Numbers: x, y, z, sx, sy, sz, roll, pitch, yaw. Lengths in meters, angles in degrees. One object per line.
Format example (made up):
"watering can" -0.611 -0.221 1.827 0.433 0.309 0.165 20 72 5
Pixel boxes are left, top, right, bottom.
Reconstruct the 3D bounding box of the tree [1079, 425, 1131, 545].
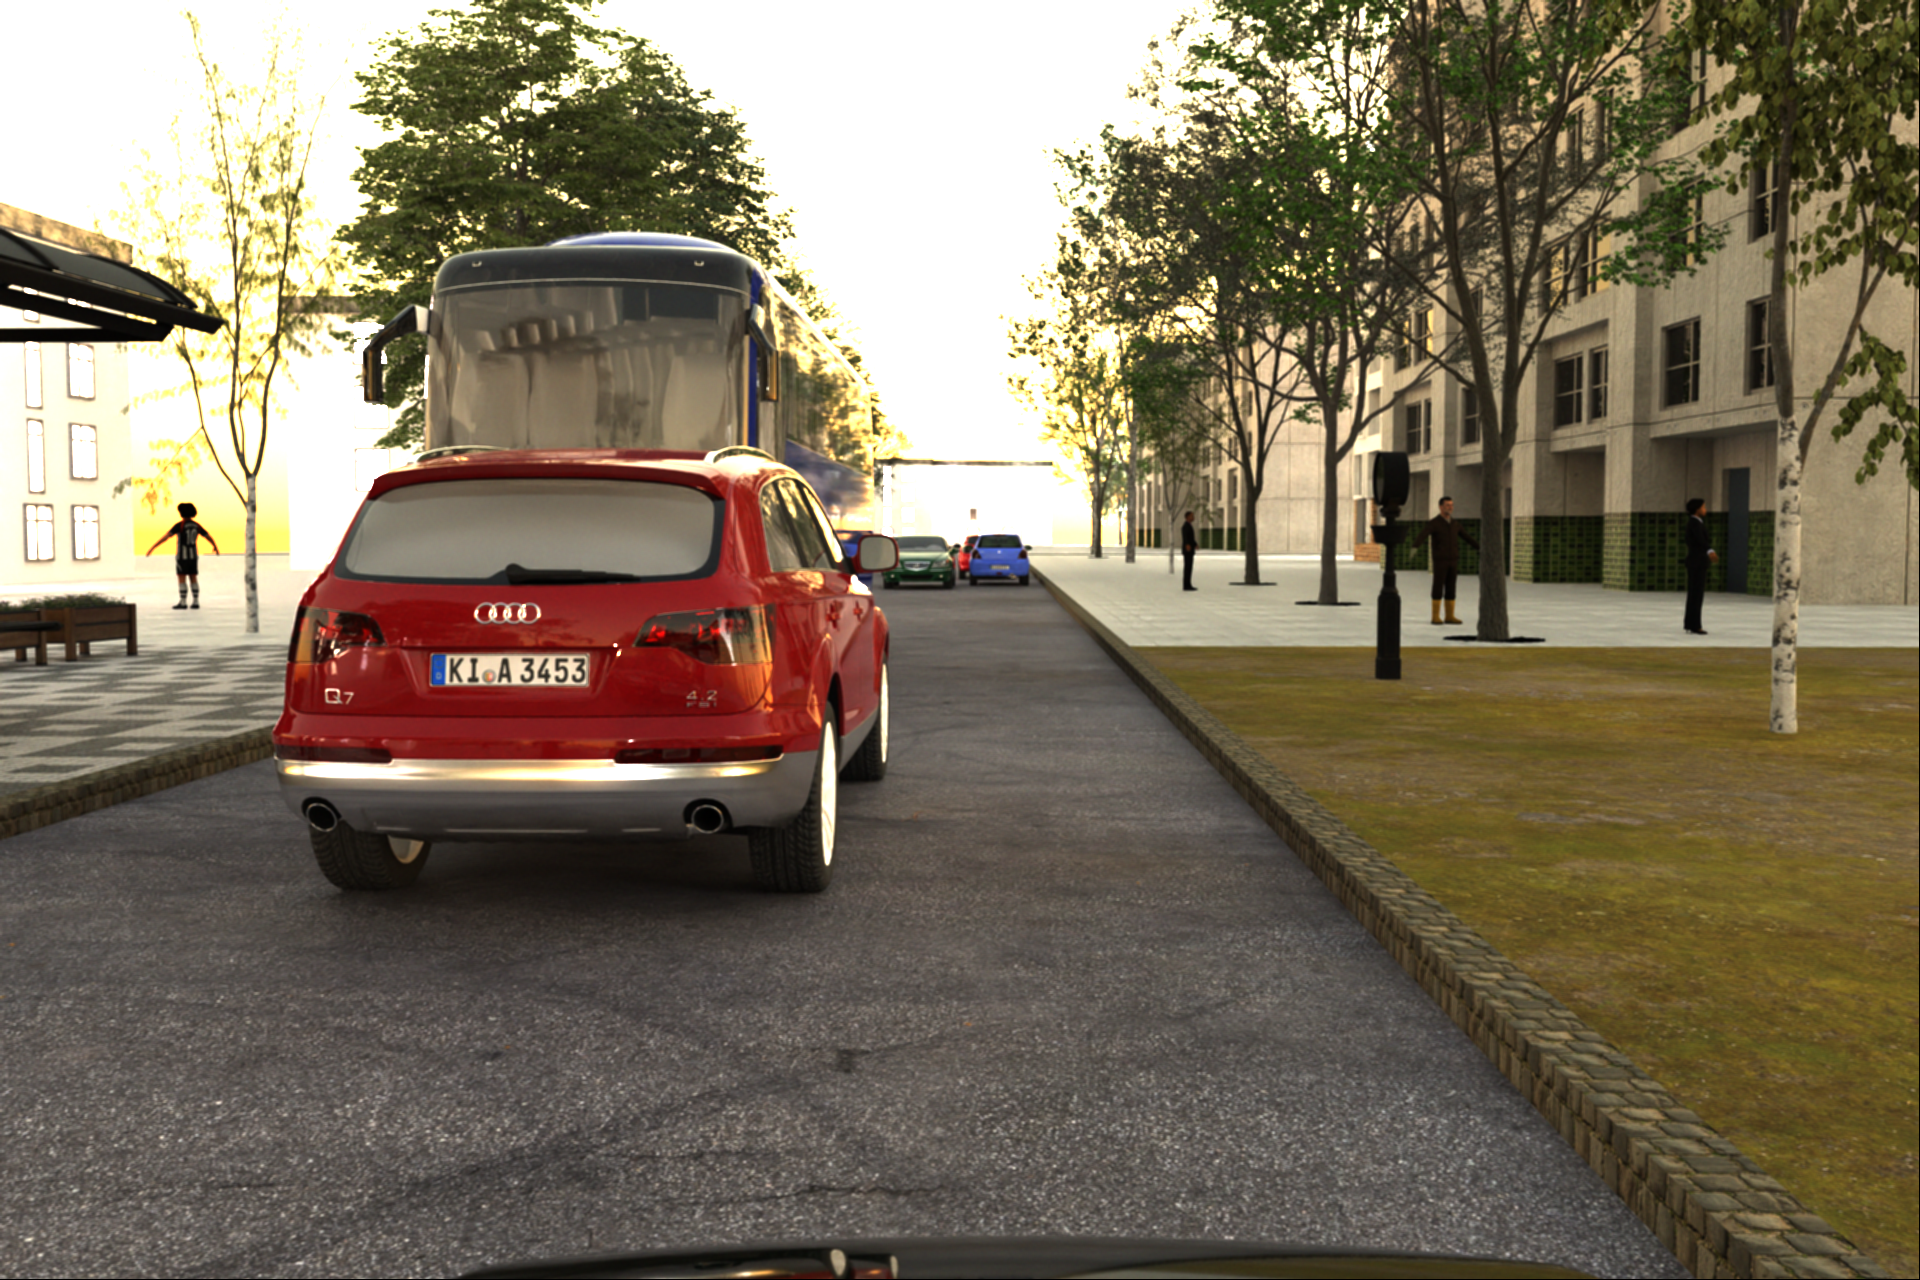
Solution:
"tree" 18.180 -17.624 194.807 9.857 13.997 8.962 0 3 0

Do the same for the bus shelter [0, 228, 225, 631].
"bus shelter" -6.533 -0.993 10.153 2.014 3.302 5.546 0 4 2

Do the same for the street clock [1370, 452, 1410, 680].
"street clock" 3.794 -0.656 15.293 0.358 2.002 0.471 0 4 2

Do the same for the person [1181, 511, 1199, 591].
"person" 5.236 -2.032 39.456 0.704 1.802 1.346 1 4 16

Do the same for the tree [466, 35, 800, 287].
"tree" -8.778 -8.531 46.134 9.857 13.997 8.962 0 3 0

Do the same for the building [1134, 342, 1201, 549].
"building" 26.387 -18.454 168.178 16.747 18.905 31.486 0 4 1

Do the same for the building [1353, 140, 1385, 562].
"building" 23.953 -13.758 81.359 16.016 20.090 11.380 0 4 1

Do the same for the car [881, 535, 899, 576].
"car" -1.793 -2.992 60.929 2.014 1.417 4.499 0 4 1

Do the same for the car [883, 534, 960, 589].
"car" -1.063 -2.132 46.662 2.131 1.459 4.920 0 4 1

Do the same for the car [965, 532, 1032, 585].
"car" 1.103 -2.444 49.552 1.945 1.707 3.694 0 4 0

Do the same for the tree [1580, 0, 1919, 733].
"tree" 5.515 -3.697 10.807 4.737 8.622 4.395 0 3 0

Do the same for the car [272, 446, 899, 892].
"car" -1.479 0.011 8.488 2.281 1.827 5.304 0 4 2

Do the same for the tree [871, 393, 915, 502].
"tree" -7.172 -10.431 104.952 8.767 10.594 7.601 -1 4 -13

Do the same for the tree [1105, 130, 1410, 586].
"tree" 7.412 -7.207 43.597 9.928 11.665 9.643 0 3 0

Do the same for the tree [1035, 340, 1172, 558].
"tree" 7.553 -10.231 93.036 9.928 11.665 9.643 0 3 0

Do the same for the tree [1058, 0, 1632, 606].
"tree" 6.800 -7.384 31.095 12.009 13.543 11.850 0 3 0

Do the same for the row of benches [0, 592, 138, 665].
"row of benches" -9.332 -0.068 16.582 1.422 0.672 4.104 1 4 9

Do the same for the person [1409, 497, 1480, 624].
"person" 6.913 -1.131 24.624 1.346 1.812 0.704 -1 4 -22

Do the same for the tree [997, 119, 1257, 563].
"tree" 8.110 -13.568 77.729 12.611 20.169 13.585 0 3 0

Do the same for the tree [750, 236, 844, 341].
"tree" -7.831 -8.283 61.176 9.928 11.665 9.643 0 3 0

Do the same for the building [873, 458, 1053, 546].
"building" -3.536 -15.231 193.627 28.070 9.664 9.099 0 4 -7

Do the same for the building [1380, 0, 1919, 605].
"building" 23.373 -10.998 46.280 16.747 18.905 31.486 0 4 1

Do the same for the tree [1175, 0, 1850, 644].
"tree" 6.430 -5.800 20.584 9.928 11.665 9.643 0 3 0

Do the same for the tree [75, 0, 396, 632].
"tree" -9.169 -4.392 22.167 4.360 8.622 3.978 0 3 0

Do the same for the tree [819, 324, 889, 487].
"tree" -7.628 -10.759 94.040 7.486 12.596 7.792 0 3 0

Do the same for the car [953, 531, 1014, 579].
"car" 0.849 -2.897 56.407 2.155 1.783 4.494 0 4 0

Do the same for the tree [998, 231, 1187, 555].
"tree" 8.222 -15.400 107.680 12.611 20.169 13.585 0 3 0

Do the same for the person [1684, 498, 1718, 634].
"person" 9.544 -0.950 22.260 0.721 1.740 1.216 1 4 12

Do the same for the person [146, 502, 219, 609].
"person" -13.256 -1.439 29.668 0.704 1.843 1.345 2 4 32

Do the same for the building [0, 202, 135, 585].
"building" -25.241 -5.766 36.423 9.099 9.664 28.070 0 4 2

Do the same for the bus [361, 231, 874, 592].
"bus" -2.578 -1.620 18.029 2.896 3.916 12.251 0 4 1

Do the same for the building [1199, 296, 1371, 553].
"building" 29.072 -16.427 135.038 16.747 18.905 31.486 0 4 1

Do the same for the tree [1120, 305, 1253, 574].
"tree" 6.758 -6.453 55.869 4.360 8.622 3.978 0 3 0

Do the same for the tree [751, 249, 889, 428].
"tree" -8.049 -10.022 74.231 12.009 13.543 11.850 0 3 0

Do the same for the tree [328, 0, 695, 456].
"tree" -8.598 -7.063 33.603 7.486 12.596 7.792 0 3 0

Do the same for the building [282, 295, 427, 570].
"building" -22.832 -8.133 75.115 9.099 9.664 28.070 0 4 1
